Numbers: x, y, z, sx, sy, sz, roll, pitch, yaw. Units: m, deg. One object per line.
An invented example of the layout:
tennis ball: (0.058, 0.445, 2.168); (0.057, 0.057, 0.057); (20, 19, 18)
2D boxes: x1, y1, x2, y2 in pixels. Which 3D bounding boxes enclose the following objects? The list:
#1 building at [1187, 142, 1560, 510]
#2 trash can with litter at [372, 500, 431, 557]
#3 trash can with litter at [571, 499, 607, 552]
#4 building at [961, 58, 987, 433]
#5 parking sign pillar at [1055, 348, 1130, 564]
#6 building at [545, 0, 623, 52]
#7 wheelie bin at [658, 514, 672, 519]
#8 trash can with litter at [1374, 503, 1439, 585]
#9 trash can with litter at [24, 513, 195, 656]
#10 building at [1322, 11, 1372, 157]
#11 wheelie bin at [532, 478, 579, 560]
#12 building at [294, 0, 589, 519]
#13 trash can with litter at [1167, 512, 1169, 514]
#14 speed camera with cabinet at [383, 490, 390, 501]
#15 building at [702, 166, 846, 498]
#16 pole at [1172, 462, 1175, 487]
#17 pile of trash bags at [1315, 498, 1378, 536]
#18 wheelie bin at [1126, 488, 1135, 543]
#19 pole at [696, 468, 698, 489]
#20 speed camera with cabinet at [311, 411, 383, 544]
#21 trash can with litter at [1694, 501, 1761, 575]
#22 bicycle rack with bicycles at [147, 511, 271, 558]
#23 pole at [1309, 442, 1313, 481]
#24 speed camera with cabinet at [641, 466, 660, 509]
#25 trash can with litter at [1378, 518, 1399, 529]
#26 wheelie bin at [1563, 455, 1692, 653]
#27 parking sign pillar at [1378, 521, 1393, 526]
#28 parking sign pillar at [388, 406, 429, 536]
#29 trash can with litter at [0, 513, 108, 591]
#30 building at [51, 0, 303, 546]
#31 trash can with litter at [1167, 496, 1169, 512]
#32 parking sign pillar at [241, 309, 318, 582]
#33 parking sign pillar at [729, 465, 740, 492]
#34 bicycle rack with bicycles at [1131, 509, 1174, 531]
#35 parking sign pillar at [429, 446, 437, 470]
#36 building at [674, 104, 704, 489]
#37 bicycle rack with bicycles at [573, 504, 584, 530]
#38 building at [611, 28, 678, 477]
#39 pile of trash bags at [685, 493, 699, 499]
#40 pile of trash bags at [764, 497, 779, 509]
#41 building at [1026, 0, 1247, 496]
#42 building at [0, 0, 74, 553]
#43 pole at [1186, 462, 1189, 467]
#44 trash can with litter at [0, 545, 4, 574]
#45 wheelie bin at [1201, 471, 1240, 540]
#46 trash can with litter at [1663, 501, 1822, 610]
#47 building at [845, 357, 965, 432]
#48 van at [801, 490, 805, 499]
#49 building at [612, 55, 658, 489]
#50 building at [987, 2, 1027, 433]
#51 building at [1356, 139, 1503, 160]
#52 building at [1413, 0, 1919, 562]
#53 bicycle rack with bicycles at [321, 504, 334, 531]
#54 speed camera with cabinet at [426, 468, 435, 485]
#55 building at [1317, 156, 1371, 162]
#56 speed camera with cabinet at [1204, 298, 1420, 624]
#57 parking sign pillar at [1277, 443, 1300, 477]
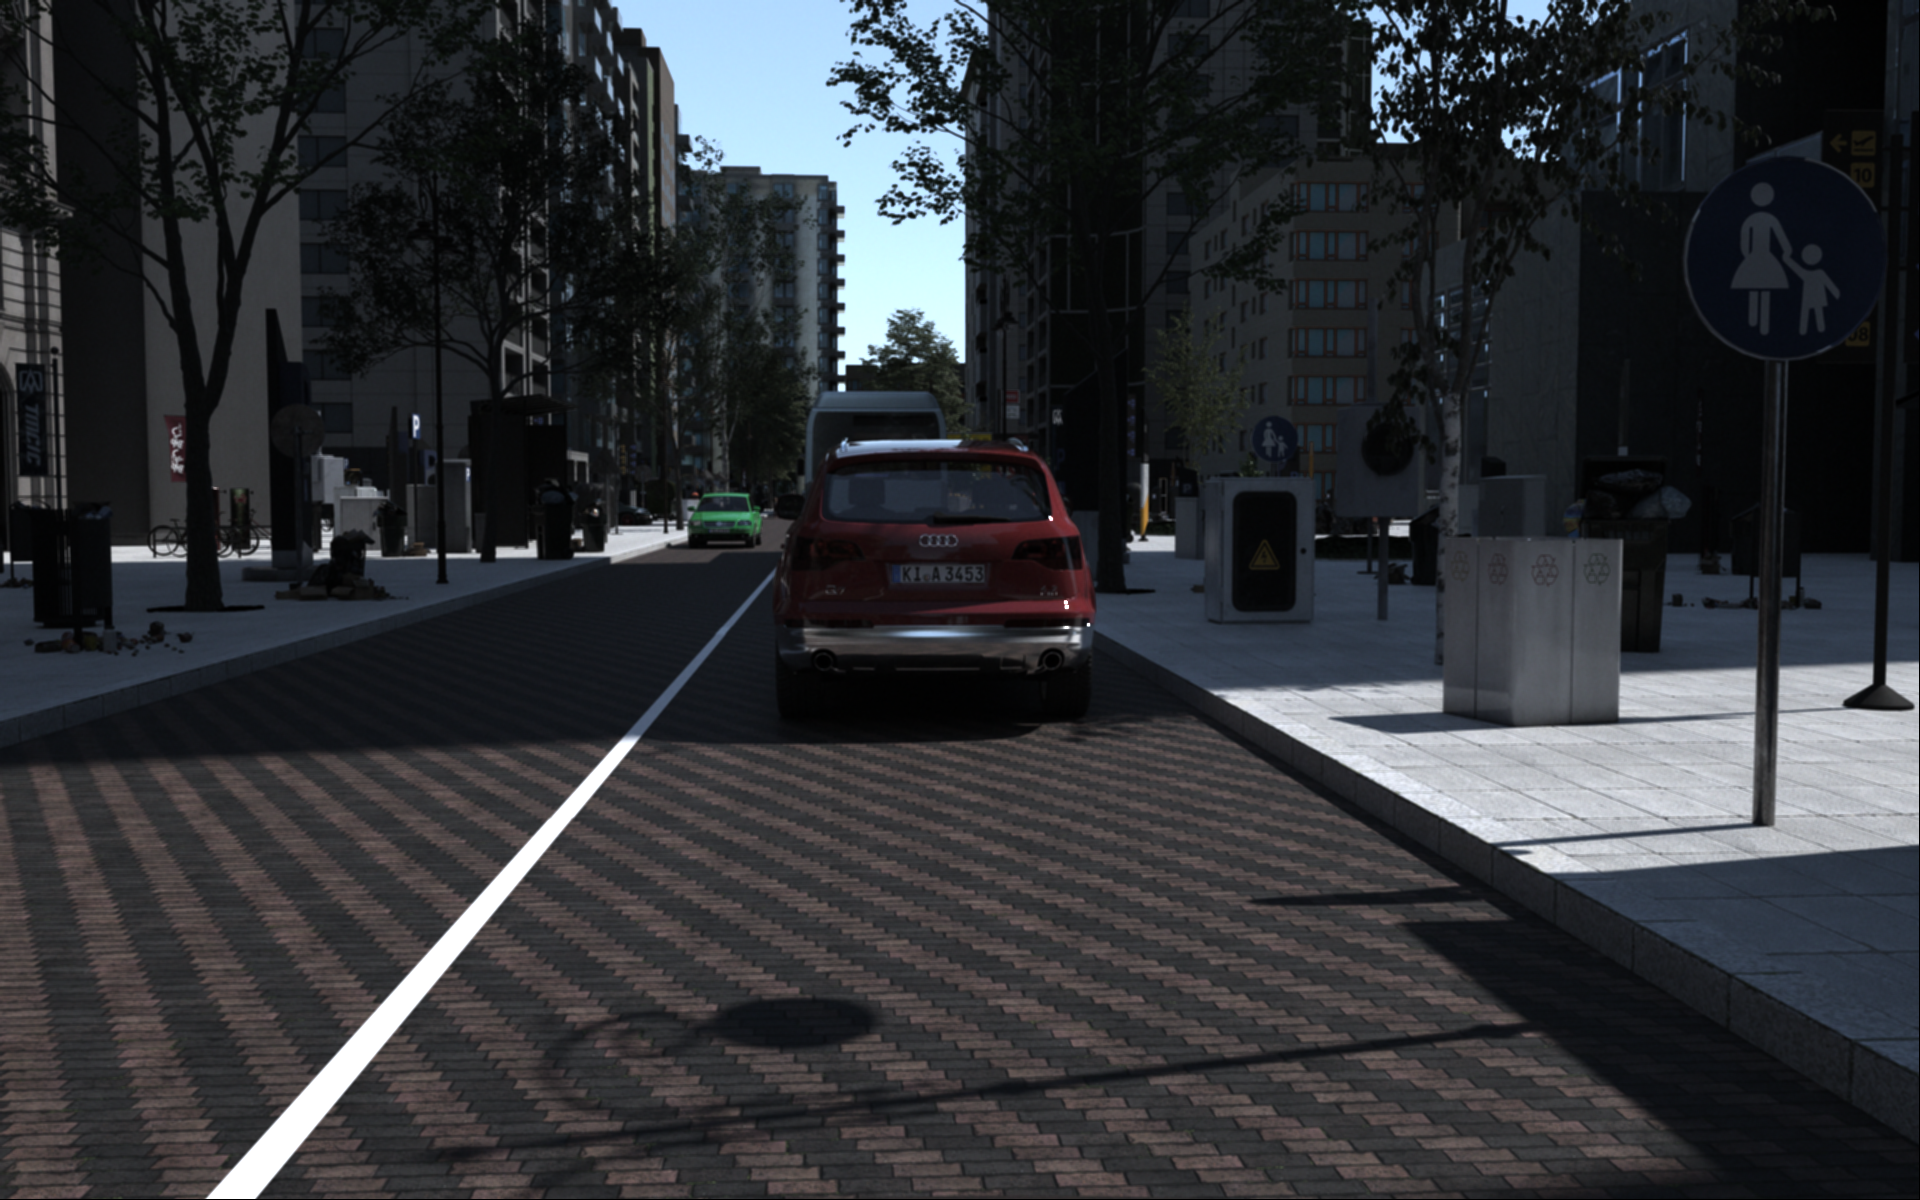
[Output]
building: (30.816, -15.894, 104.914); (28.899, 21.520, 27.650); (0, 4, -4)
trash can with litter: (-11.434, -1.473, 35.468); (0.624, 1.170, 1.055); (3, 5, 41)
trash can with litter: (-8.318, -1.642, 38.228); (1.055, 1.170, 0.624); (1, 4, 20)
building: (14.872, -37.583, 203.718); (28.713, 52.752, 27.495); (0, 4, -4)
parking sign pillar: (2.425, -2.662, 31.996); (1.447, 3.967, 1.447); (-2, 4, -26)
building: (-37.639, -31.296, 131.300); (23.786, 49.044, 30.456); (0, 4, -4)
wheelie bin: (-15.063, -4.940, 88.683); (0.980, 1.594, 0.693); (1, 4, 23)
trash can with litter: (6.400, -0.803, 24.511); (1.055, 1.170, 0.624); (2, 4, 30)
trash can with litter: (-7.101, -0.227, 14.774); (1.678, 1.210, 2.233); (0, 4, 0)
building: (50.687, -50.222, 259.376); (20.611, 71.187, 20.563); (0, 4, -4)
wheelie bin: (-7.965, -1.591, 33.928); (0.693, 1.594, 0.980); (-3, 4, -36)
building: (-32.316, -40.317, 97.437); (20.563, 71.187, 20.611); (0, 4, -4)
trash can with litter: (14.302, -6.264, 113.471); (2.233, 1.210, 1.678); (1, 4, 20)
speed camera with cabinet: (-27.814, -5.453, 83.500); (2.038, 3.252, 0.660); (0, 4, -7)
building: (-32.174, -38.894, 255.518); (30.456, 49.044, 23.786); (0, 4, -4)
pole: (13.525, -7.099, 109.916); (0.158, 3.312, 0.155); (0, 3, 0)
pile of trash bags: (12.267, -2.701, 53.918); (1.912, 1.369, 3.447); (-1, 4, -15)
wheelie bin: (4.169, -2.304, 45.584); (0.693, 1.594, 0.980); (-2, 4, -27)
pole: (-20.714, -8.732, 136.617); (0.158, 3.312, 0.155); (0, 3, 0)
speed camera with cabinet: (-14.582, -2.848, 40.903); (2.038, 3.252, 0.660); (3, 5, 39)
trash can with litter: (12.267, -0.988, 27.548); (1.055, 1.170, 0.624); (1, 4, 22)
bicycle rack with bicycles: (-15.431, -1.371, 35.801); (2.925, 0.926, 2.852); (0, 4, 5)
pole: (13.681, -4.505, 67.507); (0.158, 3.312, 0.155); (0, 3, 0)
speed camera with cabinet: (-21.595, -7.720, 120.563); (2.038, 3.252, 0.660); (-1, 4, -19)
trash can with litter: (15.086, -3.262, 64.391); (1.678, 1.210, 2.233); (-2, 4, -33)
wheelie bin: (5.473, -0.386, 14.216); (0.980, 1.594, 0.693); (1, 4, 14)
parking sign pillar: (16.704, -4.970, 69.725); (1.447, 3.967, 1.447); (-2, 4, -26)
parking sign pillar: (-17.482, -4.001, 53.893); (1.447, 3.967, 1.447); (-2, 4, -24)
trash can with litter: (-13.334, -0.792, 24.000); (2.233, 1.210, 1.678); (-3, 5, -44)
building: (-32.341, -15.576, 48.171); (24.014, 27.812, 14.314); (0, 4, -4)
trash can with litter: (13.744, -6.403, 116.080); (1.055, 1.170, 0.624); (-2, 4, -31)
parking sign pillar: (-10.022, -2.291, 25.927); (1.447, 3.967, 1.447); (-1, 4, -13)
parking sign pillar: (-18.225, -9.157, 138.194); (1.447, 3.967, 1.447); (-1, 4, -18)
bicycle rack with bicycles: (5.751, -2.753, 58.387); (2.925, 0.926, 2.852); (0, 4, 8)
parking sign pillar: (-23.389, -5.366, 76.210); (1.447, 3.967, 1.447); (1, 4, 20)
building: (-46.622, -35.582, 201.371); (30.456, 49.044, 23.786); (0, 4, -4)
bicycle rack with bicycles: (-14.291, -2.926, 61.226); (2.852, 0.926, 2.925); (-1, 4, -20)
building: (-35.649, -31.857, 170.969); (14.600, 45.320, 14.200); (0, 4, -4)
pile of trash bags: (-14.796, -5.386, 97.817); (1.912, 1.369, 3.447); (-1, 4, -17)
pile of trash bags: (-17.085, -8.499, 148.712); (3.447, 1.369, 1.912); (-1, 4, -9)
building: (14.045, -42.295, 129.780); (20.563, 71.187, 20.611); (0, 4, -4)
building: (-25.647, -11.353, 27.418); (13.314, 21.916, 24.055); (0, 4, -4)
pole: (14.362, -7.058, 109.243); (0.158, 3.312, 0.155); (0, 3, 0)
trash can with litter: (-8.626, -0.193, 14.551); (1.055, 1.170, 0.624); (0, 4, 4)
wheelie bin: (3.724, -0.984, 23.989); (0.693, 1.594, 0.980); (-1, 4, -11)
trash can with litter: (8.850, -0.531, 19.735); (2.233, 1.210, 1.678); (0, 4, 7)
building: (-2.704, -25.405, 260.405); (28.899, 21.520, 27.650); (0, 4, -4)
van: (-13.636, -9.159, 156.753); (2.013, 2.044, 4.112); (0, 4, -4)
building: (-35.407, -28.952, 156.961); (14.154, 41.232, 14.086); (0, 4, -4)
building: (13.264, -38.750, 175.567); (21.231, 58.520, 28.212); (0, 4, -4)
building: (56.772, -34.443, 213.253); (14.200, 45.320, 14.600); (0, 4, -4)
building: (24.638, -43.891, 30.293); (22.319, 86.520, 31.000); (0, 4, -4)
bicycle rack with bicycles: (-22.392, -2.865, 60.221); (2.852, 0.926, 2.925); (-3, 5, -44)
speed camera with cabinet: (-34.426, -7.151, 111.260); (2.038, 3.252, 0.660); (3, 4, 37)
building: (41.633, -32.268, 211.175); (14.086, 41.232, 14.154); (0, 4, -4)
speed camera with cabinet: (3.516, -1.405, 17.315); (2.038, 3.252, 0.660); (0, 4, -8)
parking sign pillar: (12.478, -4.728, 65.777); (1.447, 3.967, 1.447); (-1, 4, -9)
